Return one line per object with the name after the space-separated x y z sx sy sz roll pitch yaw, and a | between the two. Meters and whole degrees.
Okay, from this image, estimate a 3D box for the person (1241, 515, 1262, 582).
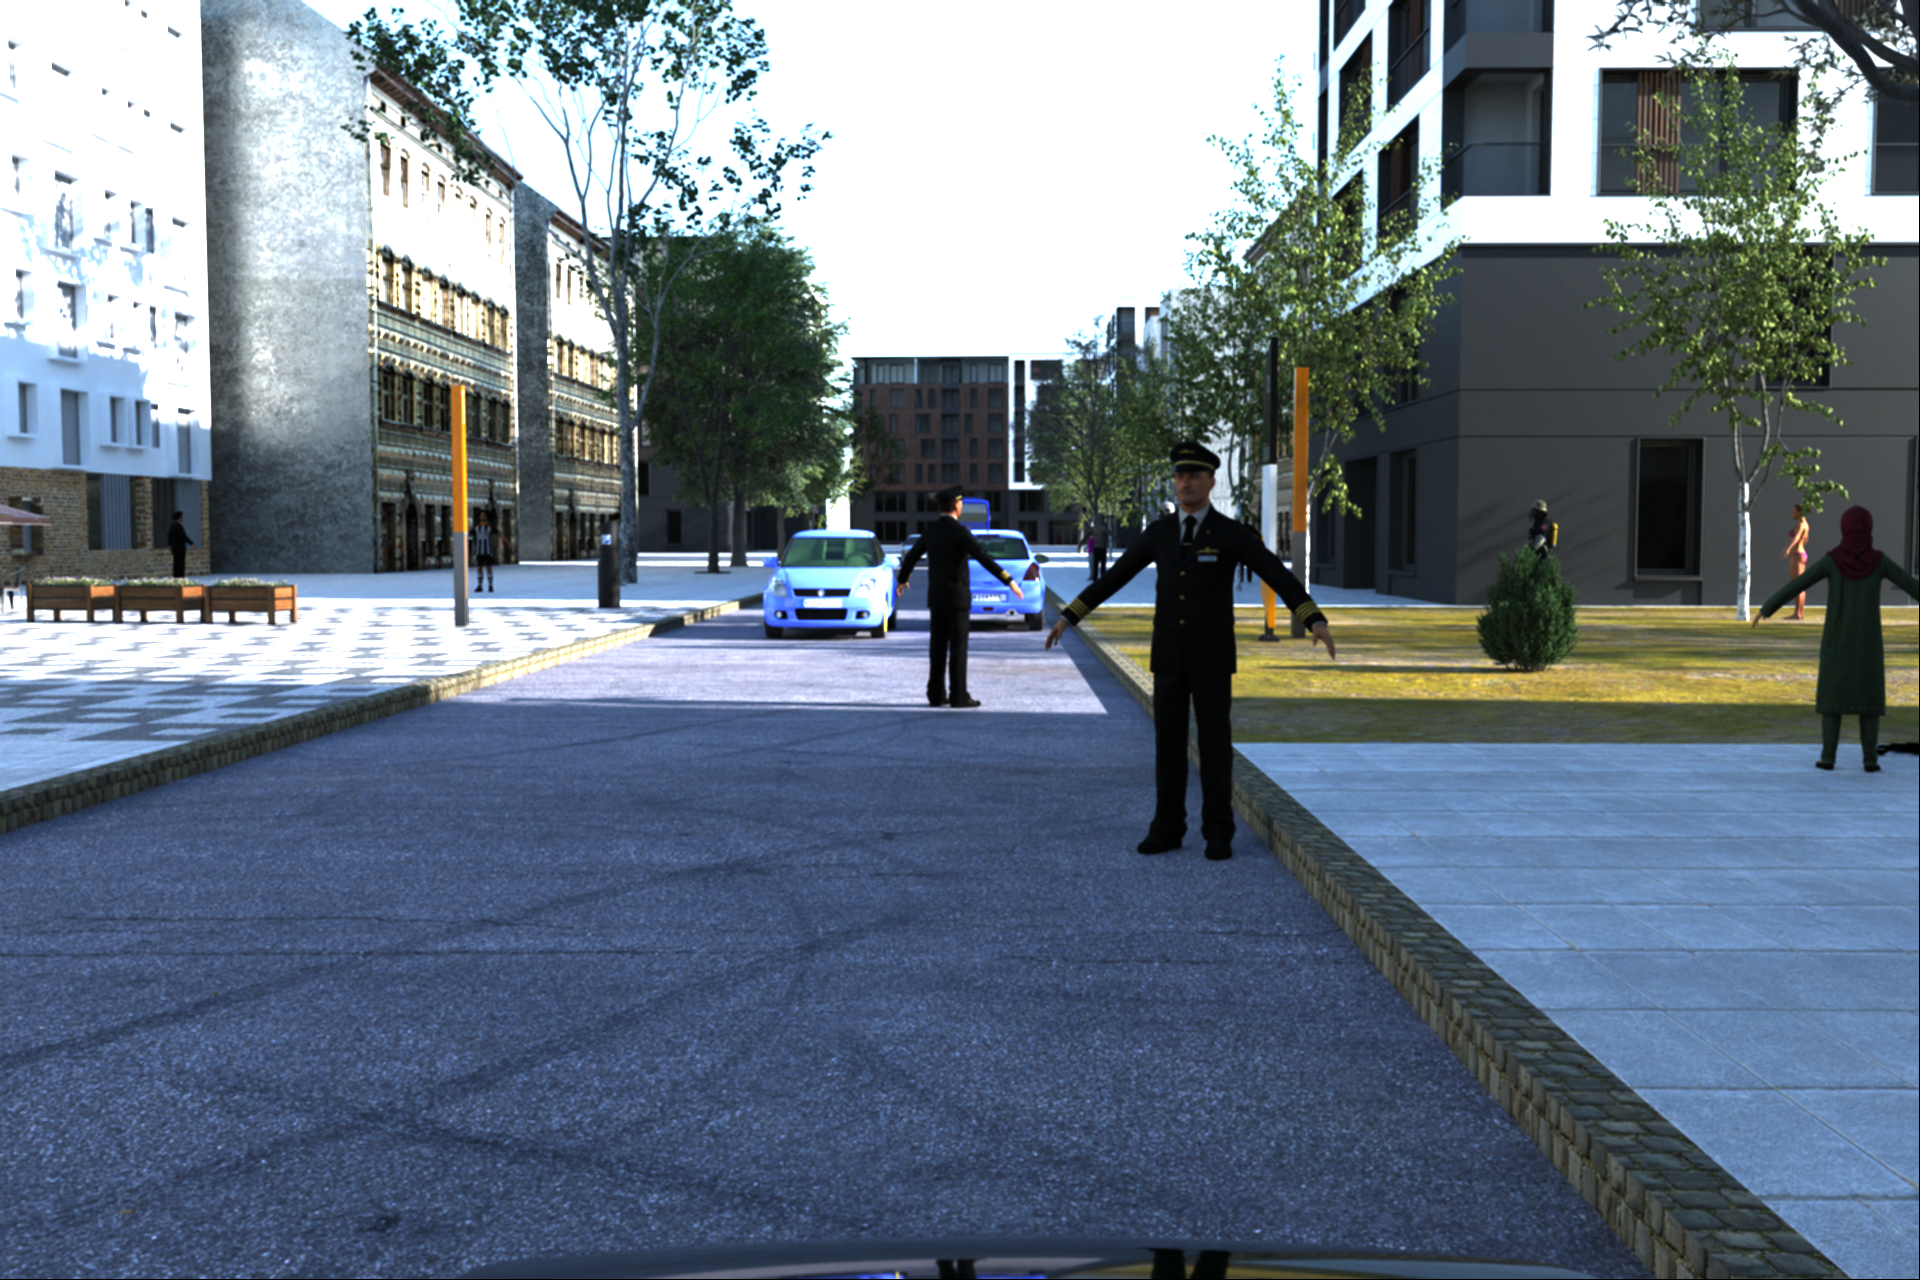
7.630 -2.455 46.365 1.346 1.802 0.704 -1 4 -8 | person

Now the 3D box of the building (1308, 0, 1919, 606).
22.986 -12.376 46.318 27.936 21.610 32.646 0 4 1 | building

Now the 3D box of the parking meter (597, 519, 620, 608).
-6.108 -1.328 30.117 0.372 1.533 0.369 0 3 0 | parking meter

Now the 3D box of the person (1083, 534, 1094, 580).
3.600 -2.368 47.985 0.599 1.433 0.991 -1 4 -13 | person

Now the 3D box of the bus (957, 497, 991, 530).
0.653 -7.540 114.829 2.896 3.916 12.251 0 4 1 | bus

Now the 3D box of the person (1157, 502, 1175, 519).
3.686 -1.548 31.071 0.705 1.858 1.354 0 4 2 | person

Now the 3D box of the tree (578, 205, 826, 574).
-8.163 -7.981 56.244 9.928 11.665 9.643 0 3 0 | tree

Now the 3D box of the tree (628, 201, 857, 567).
-8.745 -9.887 68.301 9.857 13.997 8.962 0 3 0 | tree

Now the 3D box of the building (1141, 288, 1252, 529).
23.635 -16.296 132.900 16.747 18.905 31.486 0 4 1 | building

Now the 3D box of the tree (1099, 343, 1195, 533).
7.303 -7.194 67.991 4.737 8.622 4.395 0 3 0 | tree

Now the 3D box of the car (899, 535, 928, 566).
-1.693 -4.023 77.786 2.014 1.417 4.499 0 4 1 | car

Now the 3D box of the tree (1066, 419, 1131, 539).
8.134 -9.474 105.256 4.737 8.622 4.395 0 3 0 | tree

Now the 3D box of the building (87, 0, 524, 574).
-28.083 -14.268 64.213 19.493 23.208 18.063 0 3 0 | building

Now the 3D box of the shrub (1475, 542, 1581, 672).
5.323 -0.313 16.228 1.383 1.207 1.383 0 3 0 | shrub

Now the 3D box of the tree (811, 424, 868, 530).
-8.080 -9.664 108.371 4.737 8.622 4.395 0 3 0 | tree

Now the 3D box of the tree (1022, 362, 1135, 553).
7.576 -12.012 114.525 7.486 12.596 7.792 0 3 0 | tree

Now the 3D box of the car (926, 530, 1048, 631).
0.421 -1.063 26.970 1.945 1.707 3.694 0 4 0 | car

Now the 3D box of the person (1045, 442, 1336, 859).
1.034 0.039 7.756 1.347 1.837 0.705 2 4 27 | person

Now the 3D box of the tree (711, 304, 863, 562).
-8.369 -9.978 81.267 7.486 12.596 7.792 0 3 0 | tree

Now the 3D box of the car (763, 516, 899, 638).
-1.824 -0.943 25.017 1.945 1.707 3.694 0 4 1 | car

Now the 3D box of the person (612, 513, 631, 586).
-8.468 -2.246 42.906 0.705 1.806 1.347 -2 4 -30 | person

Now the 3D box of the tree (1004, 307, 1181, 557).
7.426 -11.284 94.869 12.009 13.543 11.850 0 3 0 | tree

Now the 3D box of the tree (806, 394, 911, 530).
-7.368 -11.115 116.140 8.767 10.594 7.601 0 4 4 | tree

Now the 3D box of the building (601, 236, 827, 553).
-26.072 -17.833 135.542 27.936 21.610 32.646 0 4 2 | building

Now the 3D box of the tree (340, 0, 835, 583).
-9.438 -11.474 43.493 12.611 20.169 13.585 0 3 0 | tree

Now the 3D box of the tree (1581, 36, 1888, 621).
11.443 -4.582 25.274 4.737 8.622 4.395 0 3 0 | tree

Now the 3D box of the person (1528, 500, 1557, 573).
9.864 -1.459 29.628 0.705 1.856 1.354 1 4 18 | person

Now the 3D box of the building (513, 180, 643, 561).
-27.979 -15.822 89.614 19.493 23.208 18.063 0 4 2 | building

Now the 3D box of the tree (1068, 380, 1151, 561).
7.236 -8.091 82.649 4.360 8.622 3.978 0 3 0 | tree

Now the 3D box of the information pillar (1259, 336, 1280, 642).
3.712 -1.799 20.773 0.183 3.616 0.504 0 4 -1 | information pillar

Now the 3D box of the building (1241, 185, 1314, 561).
24.865 -15.545 85.093 19.493 23.208 18.063 0 4 1 | building

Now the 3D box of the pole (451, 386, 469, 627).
-6.911 -1.840 23.934 0.158 3.312 0.155 0 3 0 | pole

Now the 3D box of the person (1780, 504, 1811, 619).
12.557 -1.182 26.129 0.721 1.733 1.217 2 4 35 | person

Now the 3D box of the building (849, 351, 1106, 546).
4.327 -22.072 207.304 32.646 21.610 27.936 0 4 4 | building

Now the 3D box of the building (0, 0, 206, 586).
-28.482 -11.256 40.461 16.016 20.090 11.380 0 4 1 | building

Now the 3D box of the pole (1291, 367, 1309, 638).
4.182 -1.681 21.325 0.158 3.312 0.155 0 3 0 | pole

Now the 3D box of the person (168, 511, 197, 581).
-17.950 -2.060 39.863 1.347 1.806 0.705 3 5 43 | person

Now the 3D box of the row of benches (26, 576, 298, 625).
-11.655 -0.590 25.105 4.104 0.672 1.422 1 4 11 | row of benches

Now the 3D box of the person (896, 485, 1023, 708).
-0.066 -0.366 14.380 1.347 1.837 0.705 3 5 40 | person

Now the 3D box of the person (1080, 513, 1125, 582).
3.601 -2.337 44.333 1.348 1.813 0.705 3 4 36 | person

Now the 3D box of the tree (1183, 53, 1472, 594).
5.719 -4.707 27.316 4.737 8.622 4.395 0 3 0 | tree

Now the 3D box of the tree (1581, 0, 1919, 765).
5.869 -6.073 9.657 12.009 13.543 11.850 0 3 0 | tree

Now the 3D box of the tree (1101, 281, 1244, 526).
6.401 -6.120 50.431 4.737 8.622 4.395 0 3 0 | tree

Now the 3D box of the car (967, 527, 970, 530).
-0.182 -5.150 92.879 2.281 1.827 5.304 0 4 1 | car

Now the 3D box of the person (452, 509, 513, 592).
-10.548 -1.971 38.377 1.345 1.843 0.704 0 4 0 | person

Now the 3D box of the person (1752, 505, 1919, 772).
4.862 -0.014 9.439 0.989 1.438 0.599 2 4 24 | person

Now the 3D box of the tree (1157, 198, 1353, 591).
6.527 -5.419 38.961 4.737 8.622 4.395 0 3 0 | tree

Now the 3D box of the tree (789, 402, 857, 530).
-8.362 -8.805 94.320 4.360 8.622 3.978 0 3 0 | tree

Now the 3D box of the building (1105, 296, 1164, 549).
27.667 -19.646 165.184 27.936 21.610 32.646 0 4 1 | building
